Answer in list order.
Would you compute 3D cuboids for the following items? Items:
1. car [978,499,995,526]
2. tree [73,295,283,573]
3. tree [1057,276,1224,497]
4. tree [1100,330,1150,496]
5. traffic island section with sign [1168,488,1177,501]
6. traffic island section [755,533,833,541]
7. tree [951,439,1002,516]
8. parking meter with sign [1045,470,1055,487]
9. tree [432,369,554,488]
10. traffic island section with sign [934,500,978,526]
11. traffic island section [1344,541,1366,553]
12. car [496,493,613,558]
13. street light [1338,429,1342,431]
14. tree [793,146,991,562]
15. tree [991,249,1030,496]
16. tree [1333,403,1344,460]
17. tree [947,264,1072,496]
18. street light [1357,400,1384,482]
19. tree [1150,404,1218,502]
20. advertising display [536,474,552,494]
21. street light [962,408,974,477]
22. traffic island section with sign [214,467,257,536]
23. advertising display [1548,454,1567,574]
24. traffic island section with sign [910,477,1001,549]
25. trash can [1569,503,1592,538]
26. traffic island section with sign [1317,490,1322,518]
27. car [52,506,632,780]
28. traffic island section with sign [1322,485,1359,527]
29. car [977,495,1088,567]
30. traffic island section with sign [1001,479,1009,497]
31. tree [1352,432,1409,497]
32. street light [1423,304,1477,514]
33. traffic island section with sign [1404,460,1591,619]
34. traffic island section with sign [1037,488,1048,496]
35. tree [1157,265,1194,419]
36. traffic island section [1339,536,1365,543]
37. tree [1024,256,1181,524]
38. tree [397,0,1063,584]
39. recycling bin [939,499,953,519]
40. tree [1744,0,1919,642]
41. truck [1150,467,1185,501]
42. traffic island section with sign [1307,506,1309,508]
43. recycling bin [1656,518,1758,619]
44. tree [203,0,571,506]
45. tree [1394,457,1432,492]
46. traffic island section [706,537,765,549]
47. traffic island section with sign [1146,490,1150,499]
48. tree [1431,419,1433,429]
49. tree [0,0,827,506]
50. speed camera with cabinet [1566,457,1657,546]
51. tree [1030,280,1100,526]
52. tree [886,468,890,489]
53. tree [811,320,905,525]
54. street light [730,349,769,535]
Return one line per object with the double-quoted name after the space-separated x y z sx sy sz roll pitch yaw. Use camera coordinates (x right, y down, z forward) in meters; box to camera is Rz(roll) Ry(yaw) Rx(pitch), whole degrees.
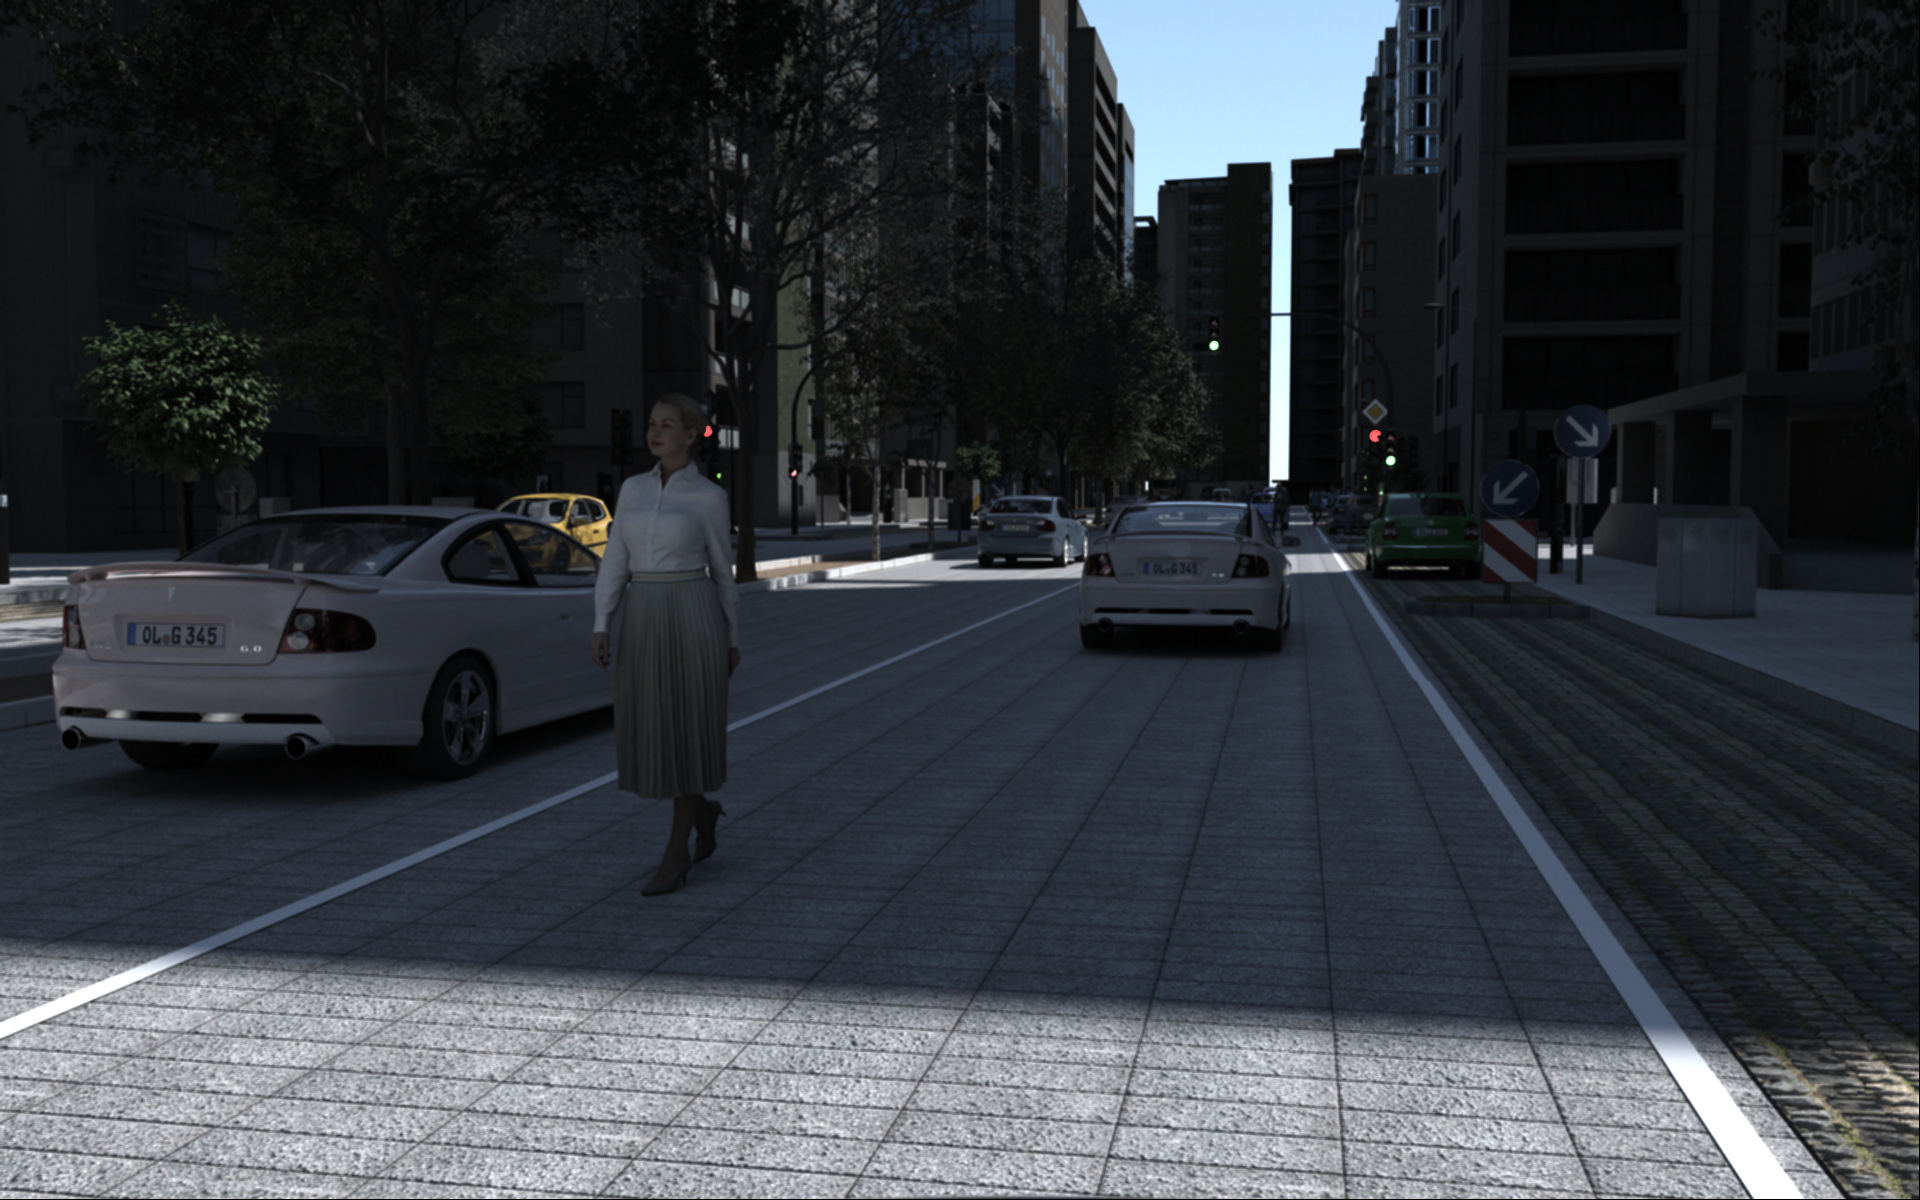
1.942 -3.569 70.718 2.083 1.381 4.827 1 4 10 "car"
-12.957 -2.764 28.908 4.285 4.588 4.351 0 3 0 "tree"
8.498 -10.444 90.221 9.611 12.733 9.660 0 3 0 "tree"
6.081 -7.528 75.897 4.360 8.622 3.978 0 3 0 "tree"
15.495 -7.245 126.592 2.006 1.907 1.989 1 4 11 "traffic island section with sign"
-5.208 -1.965 54.401 2.009 0.180 2.903 1 4 11 "traffic island section"
1.028 -7.317 103.346 4.285 4.588 4.351 0 3 0 "tree"
6.639 -7.976 126.669 0.543 3.016 1.738 0 4 -6 "parking meter with sign"
-12.218 -3.787 45.633 4.285 4.588 4.351 0 3 0 "tree"
-0.076 -4.317 79.214 1.989 1.847 2.006 1 4 11 "traffic island section with sign"
10.701 -1.280 43.208 2.009 0.180 2.903 1 4 11 "traffic island section"
-7.334 -1.240 30.495 2.015 1.641 3.980 1 4 9 "car"
27.812 -9.292 124.466 1.470 5.913 1.316 1 4 11 "street light"
-1.742 -5.112 36.394 4.360 8.622 3.978 0 3 0 "tree"
-0.669 -5.447 41.883 4.360 8.622 3.978 0 3 0 "tree"
29.778 -10.898 128.543 4.360 8.622 3.978 0 3 0 "tree"
1.534 -6.184 53.930 4.737 8.622 4.395 0 3 0 "tree"
20.288 -6.905 85.439 1.470 5.913 1.316 1 4 11 "street light"
12.727 -10.795 113.370 8.767 10.594 7.601 1 4 11 "tree"
-13.309 -3.069 55.398 0.123 1.923 0.974 -3 4 -37 "advertising display"
0.663 -7.330 92.388 1.470 5.913 1.316 1 4 11 "street light"
-10.620 -0.974 24.556 1.989 1.847 2.006 1 4 11 "traffic island section with sign"
9.721 -1.405 28.182 0.123 1.923 0.974 2 4 28 "advertising display"
-0.136 -2.287 45.534 2.006 1.907 1.989 1 4 11 "traffic island section with sign"
18.262 -2.405 50.976 0.748 1.137 0.748 0 3 0 "trash can"
22.095 -5.725 102.227 1.989 1.847 2.006 1 4 11 "traffic island section with sign"
-3.078 0.132 10.200 2.083 1.381 4.827 1 4 13 "car"
16.984 -4.106 75.759 1.989 1.847 2.006 1 4 11 "traffic island section with sign"
1.505 -1.421 35.235 2.014 1.417 4.499 1 4 12 "car"
1.276 -2.732 52.806 2.006 1.907 1.989 1 4 11 "traffic island section with sign"
21.712 -6.433 88.890 4.285 4.588 4.351 0 3 0 "tree"
12.002 -4.270 42.360 1.470 5.913 1.316 1 4 11 "street light"
6.396 -0.746 20.817 1.989 1.847 2.006 1 4 11 "traffic island section with sign"
5.022 -5.936 105.685 1.989 1.847 2.006 1 4 11 "traffic island section with sign"
3.983 -9.440 67.163 12.009 13.543 11.850 0 3 0 "tree"
12.213 -1.760 51.049 2.009 0.180 2.903 1 4 11 "traffic island section"
6.514 -9.861 81.815 7.486 12.596 7.792 0 3 0 "tree"
-3.391 -6.981 26.960 12.009 13.543 11.850 0 3 0 "tree"
-0.674 -4.670 88.902 0.722 1.027 0.722 1 4 14 "recycling bin"
8.610 -3.946 14.877 4.360 8.622 3.978 0 3 0 "tree"
21.116 -11.410 175.463 2.839 4.237 11.283 1 4 12 "truck"
31.498 -8.706 150.967 1.989 1.847 2.006 1 4 11 "traffic island section with sign"
7.847 -0.346 18.210 0.722 1.027 0.722 -2 4 -25 "recycling bin"
-12.267 -7.218 36.143 7.486 12.596 7.792 0 3 0 "tree"
20.777 -5.219 79.928 1.663 3.219 1.824 0 3 0 "tree"
-6.720 -1.485 46.560 2.009 0.180 2.903 1 4 11 "traffic island section"
19.513 -10.532 180.826 1.989 1.847 2.006 1 4 11 "traffic island section with sign"
27.093 -8.622 91.330 4.360 8.622 3.978 0 3 0 "tree"
-5.170 -4.904 17.054 8.767 10.594 7.601 1 4 11 "tree"
15.838 -2.923 42.121 2.038 3.252 0.660 2 4 29 "speed camera with cabinet"
2.469 -6.505 59.182 4.360 8.622 3.978 0 3 0 "tree"
-4.470 -6.710 104.303 1.663 3.219 1.824 0 3 0 "tree"
-4.482 -7.466 72.426 4.737 8.622 4.395 0 3 0 "tree"
-6.665 -5.014 54.513 1.470 5.913 1.316 1 4 11 "street light"
